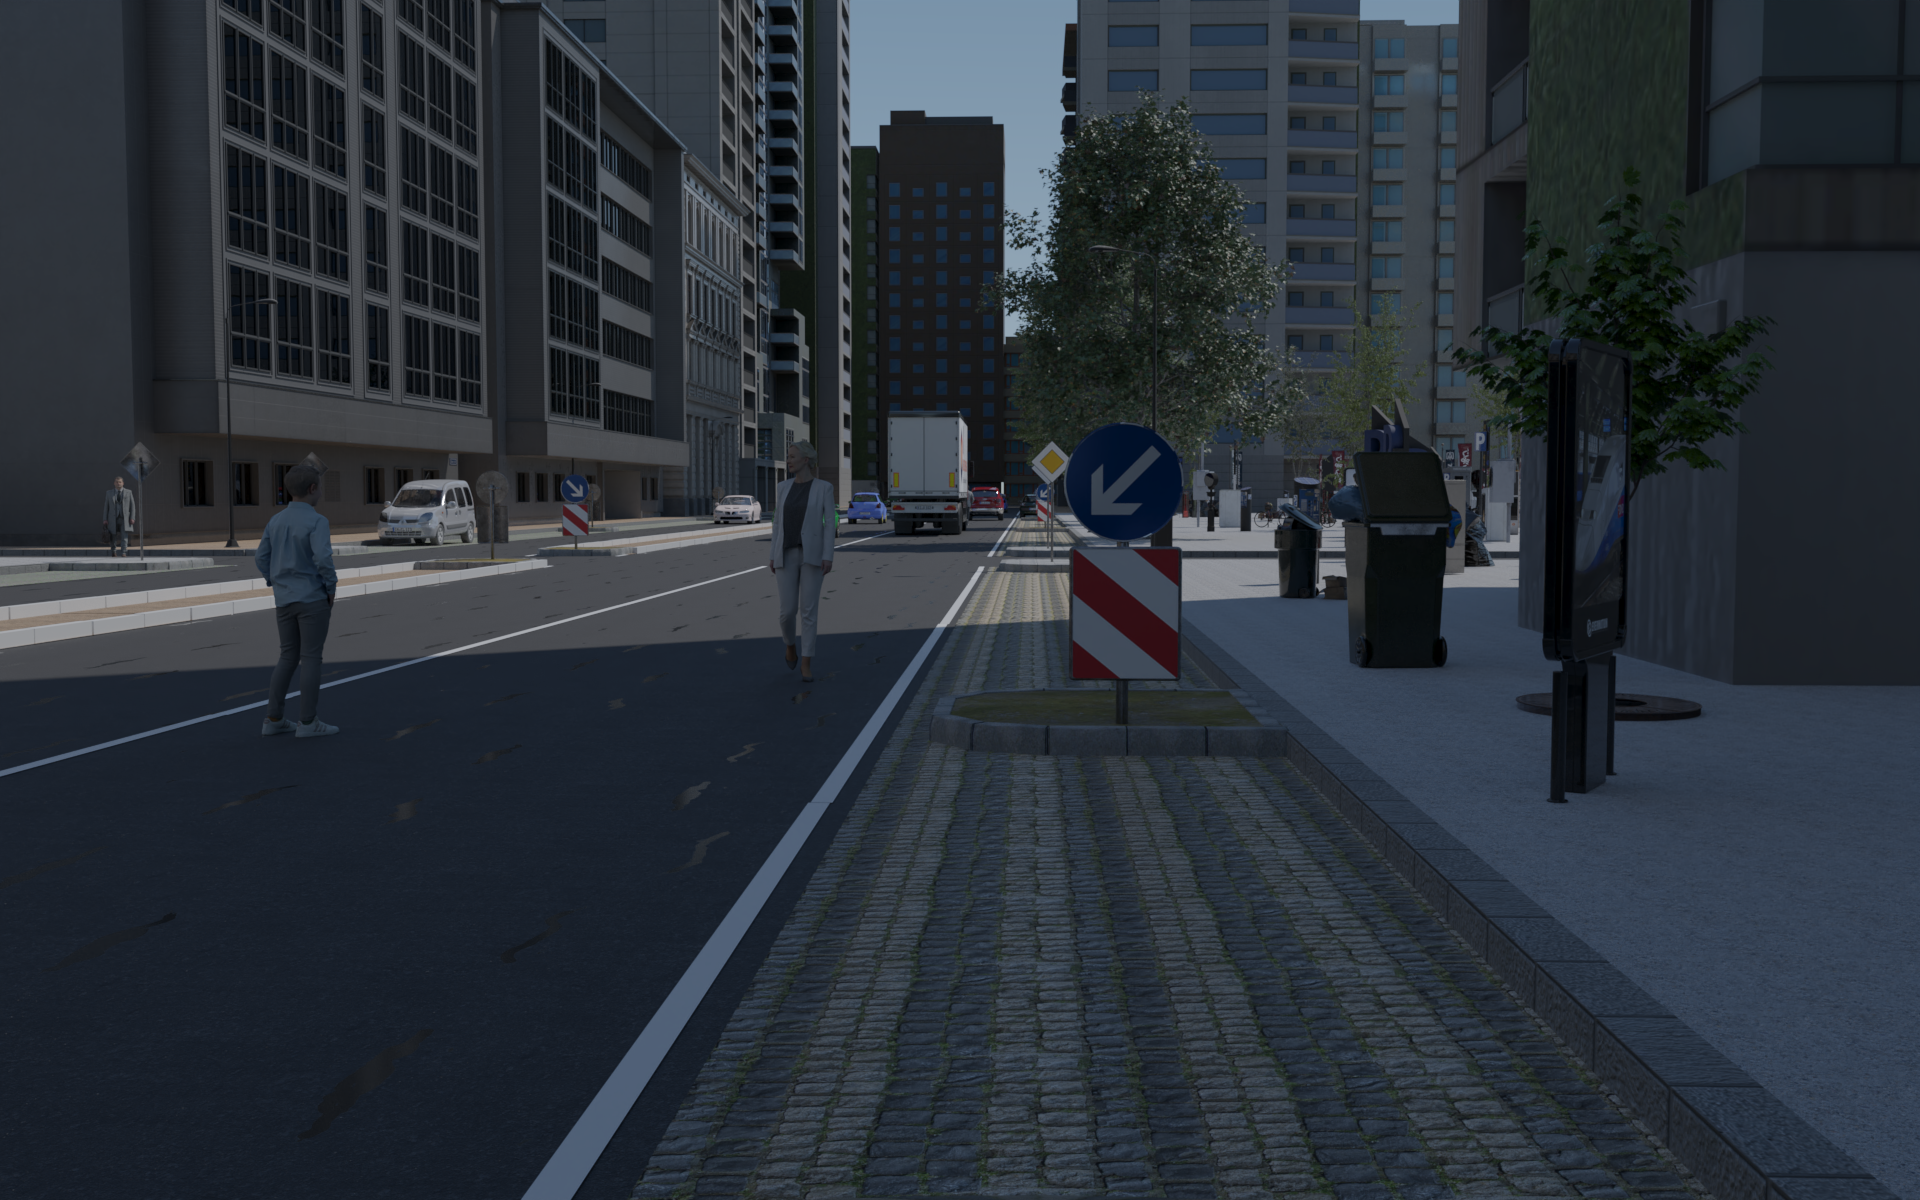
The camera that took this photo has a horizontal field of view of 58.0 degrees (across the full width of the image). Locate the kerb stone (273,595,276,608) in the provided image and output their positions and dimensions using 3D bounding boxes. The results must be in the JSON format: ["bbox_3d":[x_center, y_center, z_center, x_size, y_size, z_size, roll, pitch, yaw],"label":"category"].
[{"bbox_3d":[-8.642,0.008,22.130,0.120,0.150,1.000,0,4,2],"label":"kerb stone"}]

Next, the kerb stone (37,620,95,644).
[{"bbox_3d":[-8.855,0.317,17.007,0.120,0.150,1.000,0,4,2],"label":"kerb stone"}]

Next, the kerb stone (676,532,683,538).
[{"bbox_3d":[-9.311,-2.105,56.614,0.120,0.150,1.000,0,4,2],"label":"kerb stone"}]

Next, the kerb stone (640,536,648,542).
[{"bbox_3d":[-9.519,-1.792,51.487,0.120,0.150,1.000,0,4,2],"label":"kerb stone"}]

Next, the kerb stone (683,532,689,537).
[{"bbox_3d":[-9.265,-2.168,57.650,0.120,0.150,1.000,0,4,2],"label":"kerb stone"}]

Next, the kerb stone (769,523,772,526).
[{"bbox_3d":[-8.502,-3.290,76.102,0.120,0.150,1.000,0,4,2],"label":"kerb stone"}]

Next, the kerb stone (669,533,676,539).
[{"bbox_3d":[-9.349,-2.042,55.587,0.120,0.150,1.000,0,4,2],"label":"kerb stone"}]

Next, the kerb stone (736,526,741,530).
[{"bbox_3d":[-8.838,-2.796,67.903,0.120,0.150,1.000,0,4,2],"label":"kerb stone"}]

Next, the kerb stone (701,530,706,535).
[{"bbox_3d":[-9.148,-2.357,60.735,0.120,0.150,1.000,0,4,2],"label":"kerb stone"}]

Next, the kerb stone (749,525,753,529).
[{"bbox_3d":[-8.718,-2.982,70.972,0.120,0.150,1.000,0,4,2],"label":"kerb stone"}]

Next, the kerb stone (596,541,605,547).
[{"bbox_3d":[-9.740,-1.472,46.342,0.120,0.150,1.000,0,4,2],"label":"kerb stone"}]

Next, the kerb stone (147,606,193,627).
[{"bbox_3d":[-8.773,0.192,19.059,0.120,0.150,1.000,0,4,2],"label":"kerb stone"}]

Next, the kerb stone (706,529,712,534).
[{"bbox_3d":[-9.098,-2.415,61.757,0.120,0.150,1.000,0,4,2],"label":"kerb stone"}]

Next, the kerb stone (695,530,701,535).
[{"bbox_3d":[-9.179,-2.288,59.701,0.120,0.150,1.000,0,4,2],"label":"kerb stone"}]

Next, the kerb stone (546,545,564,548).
[{"bbox_3d":[-9.906,-1.224,42.253,0.120,0.150,1.000,0,4,2],"label":"kerb stone"}]

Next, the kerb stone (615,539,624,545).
[{"bbox_3d":[-9.650,-1.603,48.399,0.120,0.150,1.000,0,4,2],"label":"kerb stone"}]

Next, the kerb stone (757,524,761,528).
[{"bbox_3d":[-8.627,-3.102,73.023,0.120,0.150,1.000,0,4,2],"label":"kerb stone"}]

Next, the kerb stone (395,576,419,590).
[{"bbox_3d":[-8.463,-0.246,26.221,0.120,0.150,1.000,0,4,2],"label":"kerb stone"}]

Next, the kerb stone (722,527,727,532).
[{"bbox_3d":[-8.970,-2.607,64.822,0.120,0.150,1.000,0,4,2],"label":"kerb stone"}]

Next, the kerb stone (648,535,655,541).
[{"bbox_3d":[-9.482,-1.853,52.509,0.120,0.150,1.000,0,4,2],"label":"kerb stone"}]

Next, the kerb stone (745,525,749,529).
[{"bbox_3d":[-8.760,-2.921,69.950,0.120,0.150,1.000,0,4,2],"label":"kerb stone"}]

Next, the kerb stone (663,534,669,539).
[{"bbox_3d":[-9.400,-1.980,54.566,0.120,0.150,1.000,0,4,2],"label":"kerb stone"}]

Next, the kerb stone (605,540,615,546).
[{"bbox_3d":[-9.693,-1.530,47.364,0.120,0.150,1.000,0,4,2],"label":"kerb stone"}]

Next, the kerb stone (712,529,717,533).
[{"bbox_3d":[-9.051,-2.482,62.778,0.120,0.150,1.000,0,4,2],"label":"kerb stone"}]

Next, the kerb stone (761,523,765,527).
[{"bbox_3d":[-8.594,-3.164,74.048,0.120,0.150,1.000,0,4,2],"label":"kerb stone"}]

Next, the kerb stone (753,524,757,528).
[{"bbox_3d":[-8.669,-3.044,71.993,0.120,0.150,1.000,0,4,2],"label":"kerb stone"}]

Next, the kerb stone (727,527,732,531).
[{"bbox_3d":[-8.925,-2.664,65.844,0.120,0.150,1.000,0,4,2],"label":"kerb stone"}]

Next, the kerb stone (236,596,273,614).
[{"bbox_3d":[-8.679,0.066,21.109,0.120,0.150,1.000,0,4,2],"label":"kerb stone"}]

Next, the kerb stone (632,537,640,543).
[{"bbox_3d":[-9.561,-1.723,50.463,0.120,0.150,1.000,0,4,2],"label":"kerb stone"}]

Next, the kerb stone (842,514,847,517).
[{"bbox_3d":[-7.224,-5.178,106.851,0.120,0.150,1.000,0,4,2],"label":"kerb stone"}]

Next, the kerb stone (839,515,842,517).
[{"bbox_3d":[-7.356,-4.987,103.782,0.120,0.150,1.000,0,4,2],"label":"kerb stone"}]

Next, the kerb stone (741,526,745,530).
[{"bbox_3d":[-8.801,-2.858,68.925,0.120,0.150,1.000,0,4,2],"label":"kerb stone"}]

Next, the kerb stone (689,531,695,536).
[{"bbox_3d":[-9.225,-2.231,58.671,0.120,0.150,1.000,0,4,2],"label":"kerb stone"}]

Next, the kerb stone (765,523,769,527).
[{"bbox_3d":[-8.543,-3.235,75.080,0.120,0.150,1.000,0,4,2],"label":"kerb stone"}]

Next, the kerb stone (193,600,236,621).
[{"bbox_3d":[-8.719,0.131,20.080,0.120,0.150,1.000,0,4,2],"label":"kerb stone"}]

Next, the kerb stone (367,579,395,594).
[{"bbox_3d":[-8.508,-0.180,25.199,0.120,0.150,1.000,0,4,2],"label":"kerb stone"}]

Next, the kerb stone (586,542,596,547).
[{"bbox_3d":[-9.774,-1.414,45.320,0.120,0.150,1.000,0,4,2],"label":"kerb stone"}]

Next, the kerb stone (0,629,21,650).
[{"bbox_3d":[-8.892,0.380,15.985,0.120,0.150,1.000,0,4,2],"label":"kerb stone"}]

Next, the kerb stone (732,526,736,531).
[{"bbox_3d":[-8.890,-2.733,66.882,0.120,0.150,1.000,0,4,2],"label":"kerb stone"}]

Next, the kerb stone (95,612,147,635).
[{"bbox_3d":[-8.810,0.259,18.038,0.120,0.150,1.000,0,4,2],"label":"kerb stone"}]

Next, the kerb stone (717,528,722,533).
[{"bbox_3d":[-9.012,-2.545,63.800,0.120,0.150,1.000,0,4,2],"label":"kerb stone"}]

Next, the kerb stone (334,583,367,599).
[{"bbox_3d":[-8.558,-0.114,24.173,0.120,0.150,1.000,0,4,2],"label":"kerb stone"}]

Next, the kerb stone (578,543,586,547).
[{"bbox_3d":[-9.823,-1.349,44.299,0.120,0.150,1.000,0,4,2],"label":"kerb stone"}]

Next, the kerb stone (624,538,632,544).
[{"bbox_3d":[-9.609,-1.666,49.435,0.120,0.150,1.000,0,4,2],"label":"kerb stone"}]

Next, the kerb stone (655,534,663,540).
[{"bbox_3d":[-9.440,-1.917,53.545,0.120,0.150,1.000,0,4,2],"label":"kerb stone"}]

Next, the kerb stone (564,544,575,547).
[{"bbox_3d":[-9.860,-1.289,43.274,0.120,0.150,1.000,0,4,2],"label":"kerb stone"}]
